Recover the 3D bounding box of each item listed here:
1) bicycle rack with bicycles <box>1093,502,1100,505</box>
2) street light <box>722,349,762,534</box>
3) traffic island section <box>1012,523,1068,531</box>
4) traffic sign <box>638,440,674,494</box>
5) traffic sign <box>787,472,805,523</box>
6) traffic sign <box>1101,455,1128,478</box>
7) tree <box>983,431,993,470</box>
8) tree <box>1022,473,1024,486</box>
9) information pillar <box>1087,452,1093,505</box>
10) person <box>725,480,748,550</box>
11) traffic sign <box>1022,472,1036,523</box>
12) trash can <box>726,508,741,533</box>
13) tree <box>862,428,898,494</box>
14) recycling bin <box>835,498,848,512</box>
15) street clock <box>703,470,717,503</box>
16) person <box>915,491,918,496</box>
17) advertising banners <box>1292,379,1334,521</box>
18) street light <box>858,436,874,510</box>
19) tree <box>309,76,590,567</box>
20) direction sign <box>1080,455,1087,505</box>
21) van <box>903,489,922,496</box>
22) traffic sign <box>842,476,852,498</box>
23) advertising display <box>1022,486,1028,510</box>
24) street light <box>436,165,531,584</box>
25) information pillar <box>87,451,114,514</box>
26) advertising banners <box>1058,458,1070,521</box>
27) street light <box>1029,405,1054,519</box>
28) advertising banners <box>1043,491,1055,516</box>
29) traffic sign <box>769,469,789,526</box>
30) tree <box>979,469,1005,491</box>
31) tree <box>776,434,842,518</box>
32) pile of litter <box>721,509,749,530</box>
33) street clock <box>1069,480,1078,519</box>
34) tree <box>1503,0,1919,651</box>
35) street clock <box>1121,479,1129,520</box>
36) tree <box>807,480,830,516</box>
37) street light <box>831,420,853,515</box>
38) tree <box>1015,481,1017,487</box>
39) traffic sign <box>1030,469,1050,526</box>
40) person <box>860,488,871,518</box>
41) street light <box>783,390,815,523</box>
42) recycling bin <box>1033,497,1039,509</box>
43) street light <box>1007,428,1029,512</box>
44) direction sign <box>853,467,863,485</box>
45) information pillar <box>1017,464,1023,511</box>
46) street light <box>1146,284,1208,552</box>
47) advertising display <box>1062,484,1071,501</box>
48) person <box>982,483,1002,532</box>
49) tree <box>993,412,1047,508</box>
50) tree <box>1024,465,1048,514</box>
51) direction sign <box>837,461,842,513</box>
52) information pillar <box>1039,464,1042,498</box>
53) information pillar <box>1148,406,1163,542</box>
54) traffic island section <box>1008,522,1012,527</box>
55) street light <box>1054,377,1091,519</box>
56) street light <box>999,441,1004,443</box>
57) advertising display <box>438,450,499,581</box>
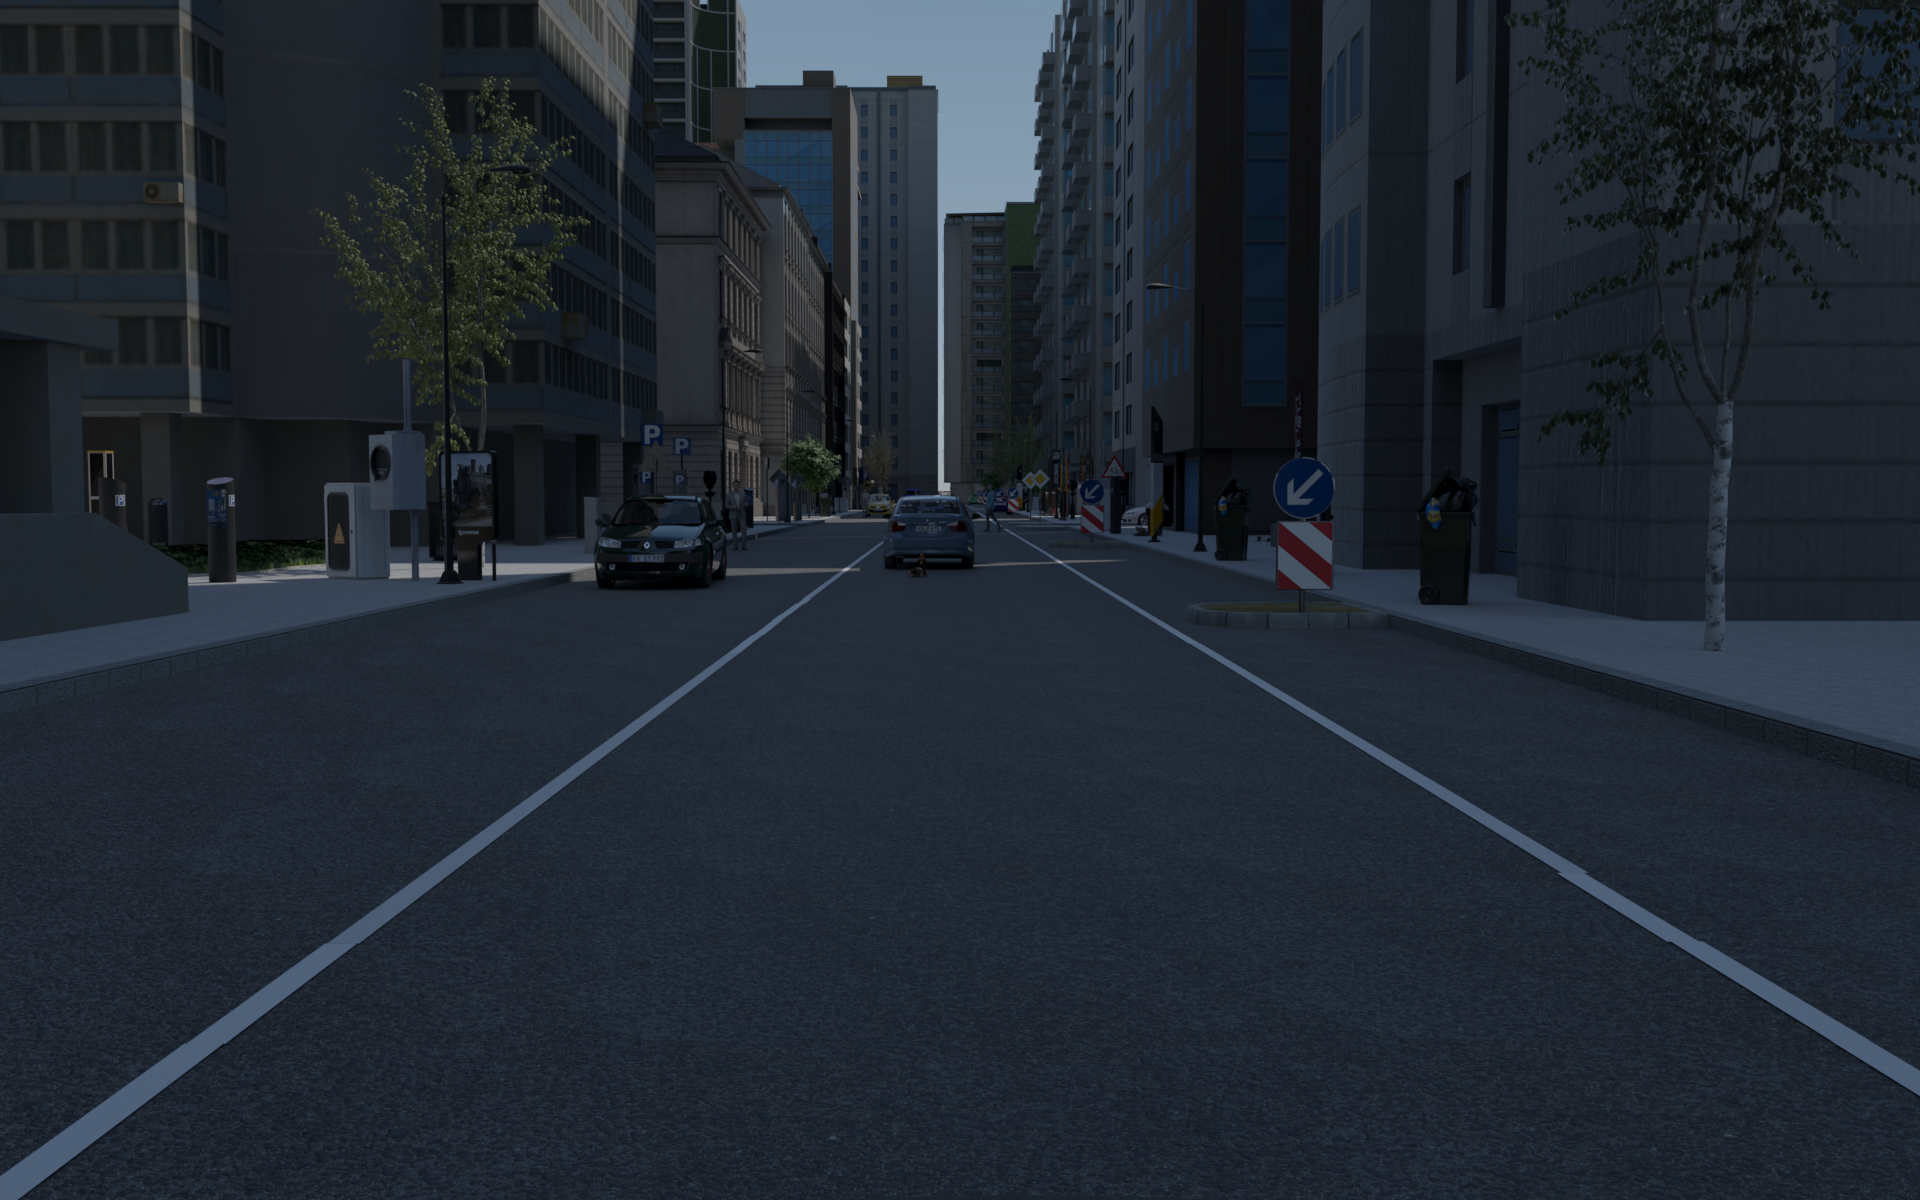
[{"bbox_3d":[9.477,-6.034,112.038,2.852,0.926,2.925,1,4,23],"label":"bicycle rack with bicycles"},{"bbox_3d":[-7.051,-5.079,55.582,1.470,5.913,1.316,0,4,0],"label":"street light"},{"bbox_3d":[3.228,-2.880,69.363,2.009,0.180,2.903,0,4,0],"label":"traffic island section"},{"bbox_3d":[-7.352,-2.559,41.836,0.884,2.594,0.081,0,4,5],"label":"traffic sign"},{"bbox_3d":[-7.297,-4.500,77.216,0.795,2.450,0.064,0,4,0],"label":"traffic sign"},{"bbox_3d":[5.116,-3.515,57.478,0.884,2.594,0.081,0,4,0],"label":"traffic sign"},{"bbox_3d":[4.428,-14.379,185.456,4.737,8.622,4.395,0,3,0],"label":"tree"},{"bbox_3d":[5.816,-8.716,137.115,1.663,3.219,1.824,0,3,0],"label":"tree"},{"bbox_3d":[7.220,-6.421,96.334,0.183,3.616,0.504,-2,4,-35],"label":"information pillar"},{"bbox_3d":[-5.660,-2.166,44.119,0.606,1.804,0.583,-1,4,-21],"label":"person"},{"bbox_3d":[3.147,-4.503,77.270,0.795,2.450,0.064,0,4,0],"label":"traffic sign"},{"bbox_3d":[-7.565,-2.830,57.927,0.748,1.137,0.748,0,3,0],"label":"trash can"},{"bbox_3d":[-9.132,-15.217,199.154,4.360,8.622,3.978,0,3,0],"label":"tree"},{"bbox_3d":[-8.339,-6.736,122.681,0.722,1.027,0.722,0,4,7],"label":"recycling bin"},{"bbox_3d":[-7.680,-2.977,53.246,0.358,2.002,0.471,-3,4,-37],"label":"street clock"},{"bbox_3d":[-3.487,-7.819,137.338,0.522,1.701,0.512,0,4,3],"label":"person"},{"bbox_3d":[5.554,-1.903,27.303,0.090,3.025,2.074,2,4,29],"label":"advertising banners"},{"bbox_3d":[-7.538,-10.159,138.648,1.470,5.913,1.316,0,4,0],"label":"street light"},{"bbox_3d":[-8.645,-4.876,30.092,4.737,8.622,4.395,0,3,0],"label":"tree"},{"bbox_3d":[7.272,-6.680,101.219,0.379,3.537,0.876,-2,4,-32],"label":"direction sign"},{"bbox_3d":[-5.732,-12.627,210.841,2.240,2.365,5.245,0,4,-1],"label":"van"},{"bbox_3d":[-8.070,-7.550,123.554,0.768,2.556,0.104,0,4,4],"label":"traffic sign"},{"bbox_3d":[4.932,-7.951,135.205,0.974,1.923,0.123,-3,5,-43],"label":"advertising display"},{"bbox_3d":[-6.750,-3.183,24.580,1.470,5.913,1.316,0,4,0],"label":"street light"},{"bbox_3d":[-14.666,-1.536,29.610,0.304,2.012,0.304,0,4,-1],"label":"information pillar"},{"bbox_3d":[5.067,-5.341,83.517,0.090,3.025,2.074,1,4,16],"label":"advertising banners"},{"bbox_3d":[4.506,-7.207,90.375,1.470,5.913,1.316,0,4,0],"label":"street light"},{"bbox_3d":[5.354,-6.351,100.031,0.090,3.025,2.074,2,4,32],"label":"advertising banners"},{"bbox_3d":[-7.239,-4.012,69.231,0.795,2.450,0.064,0,4,0],"label":"traffic sign"},{"bbox_3d":[4.112,-14.682,223.767,4.285,4.588,4.351,0,3,0],"label":"tree"},{"bbox_3d":[-8.075,-6.611,91.808,4.285,4.588,4.351,0,3,0],"label":"tree"},{"bbox_3d":[-8.191,-2.973,62.571,1.176,0.858,1.719,1,4,8],"label":"pile of litter"},{"bbox_3d":[5.698,-5.080,87.634,0.471,2.002,0.358,3,4,38],"label":"street clock"},{"bbox_3d":[6.320,-3.901,14.147,4.360,8.622,3.978,0,3,0],"label":"tree"},{"bbox_3d":[8.016,-4.916,84.941,0.471,2.002,0.358,1,4,19],"label":"street clock"},{"bbox_3d":[-8.173,-6.414,99.468,1.663,3.219,1.824,0,3,0],"label":"tree"},{"bbox_3d":[-7.344,-8.283,107.961,1.470,5.913,1.316,0,4,0],"label":"street light"},{"bbox_3d":[5.353,-9.024,142.142,1.663,3.219,1.824,0,3,0],"label":"tree"},{"bbox_3d":[3.205,-4.015,69.286,0.795,2.450,0.064,0,4,0],"label":"traffic sign"},{"bbox_3d":[-5.602,-5.749,102.778,0.678,1.792,0.850,0,4,3],"label":"person"},{"bbox_3d":[-7.170,-6.406,77.275,1.470,5.913,1.316,0,4,0],"label":"street light"},{"bbox_3d":[6.857,-8.494,151.428,0.722,1.027,0.722,-2,4,-34],"label":"recycling bin"},{"bbox_3d":[4.263,-9.115,121.574,1.470,5.913,1.316,0,4,0],"label":"street light"},{"bbox_3d":[-8.607,-9.456,146.607,0.876,3.537,0.379,-1,4,-13],"label":"direction sign"},{"bbox_3d":[4.540,-8.587,131.745,0.504,3.616,0.183,2,4,34],"label":"information pillar"},{"bbox_3d":[4.811,-4.027,38.388,1.470,5.913,1.316,0,4,0],"label":"street light"},{"bbox_3d":[6.872,-6.451,110.684,0.123,1.923,0.974,-3,4,-37],"label":"advertising display"},{"bbox_3d":[1.215,-3.498,65.549,0.748,1.841,0.638,1,4,9],"label":"person"},{"bbox_3d":[5.835,-12.547,155.507,4.737,8.622,4.395,0,3,0],"label":"tree"},{"bbox_3d":[5.329,-7.266,113.405,1.663,3.219,1.824,0,3,0],"label":"tree"},{"bbox_3d":[-8.173,-7.682,117.597,0.379,3.537,0.876,1,4,12],"label":"direction sign"},{"bbox_3d":[6.224,-8.714,133.824,0.183,3.616,0.504,1,4,13],"label":"information pillar"},{"bbox_3d":[5.230,-3.349,46.109,0.183,3.616,0.504,3,4,38],"label":"information pillar"},{"bbox_3d":[3.171,-3.368,77.348,2.009,0.180,2.903,0,4,0],"label":"traffic island section"},{"bbox_3d":[4.649,-5.904,69.075,1.470,5.913,1.316,0,4,0],"label":"street light"},{"bbox_3d":[4.137,-10.992,152.261,1.470,5.913,1.316,0,4,0],"label":"street light"},{"bbox_3d":[-7.289,-1.254,25.715,0.974,1.923,0.123,1,4,20],"label":"advertising display"}]
